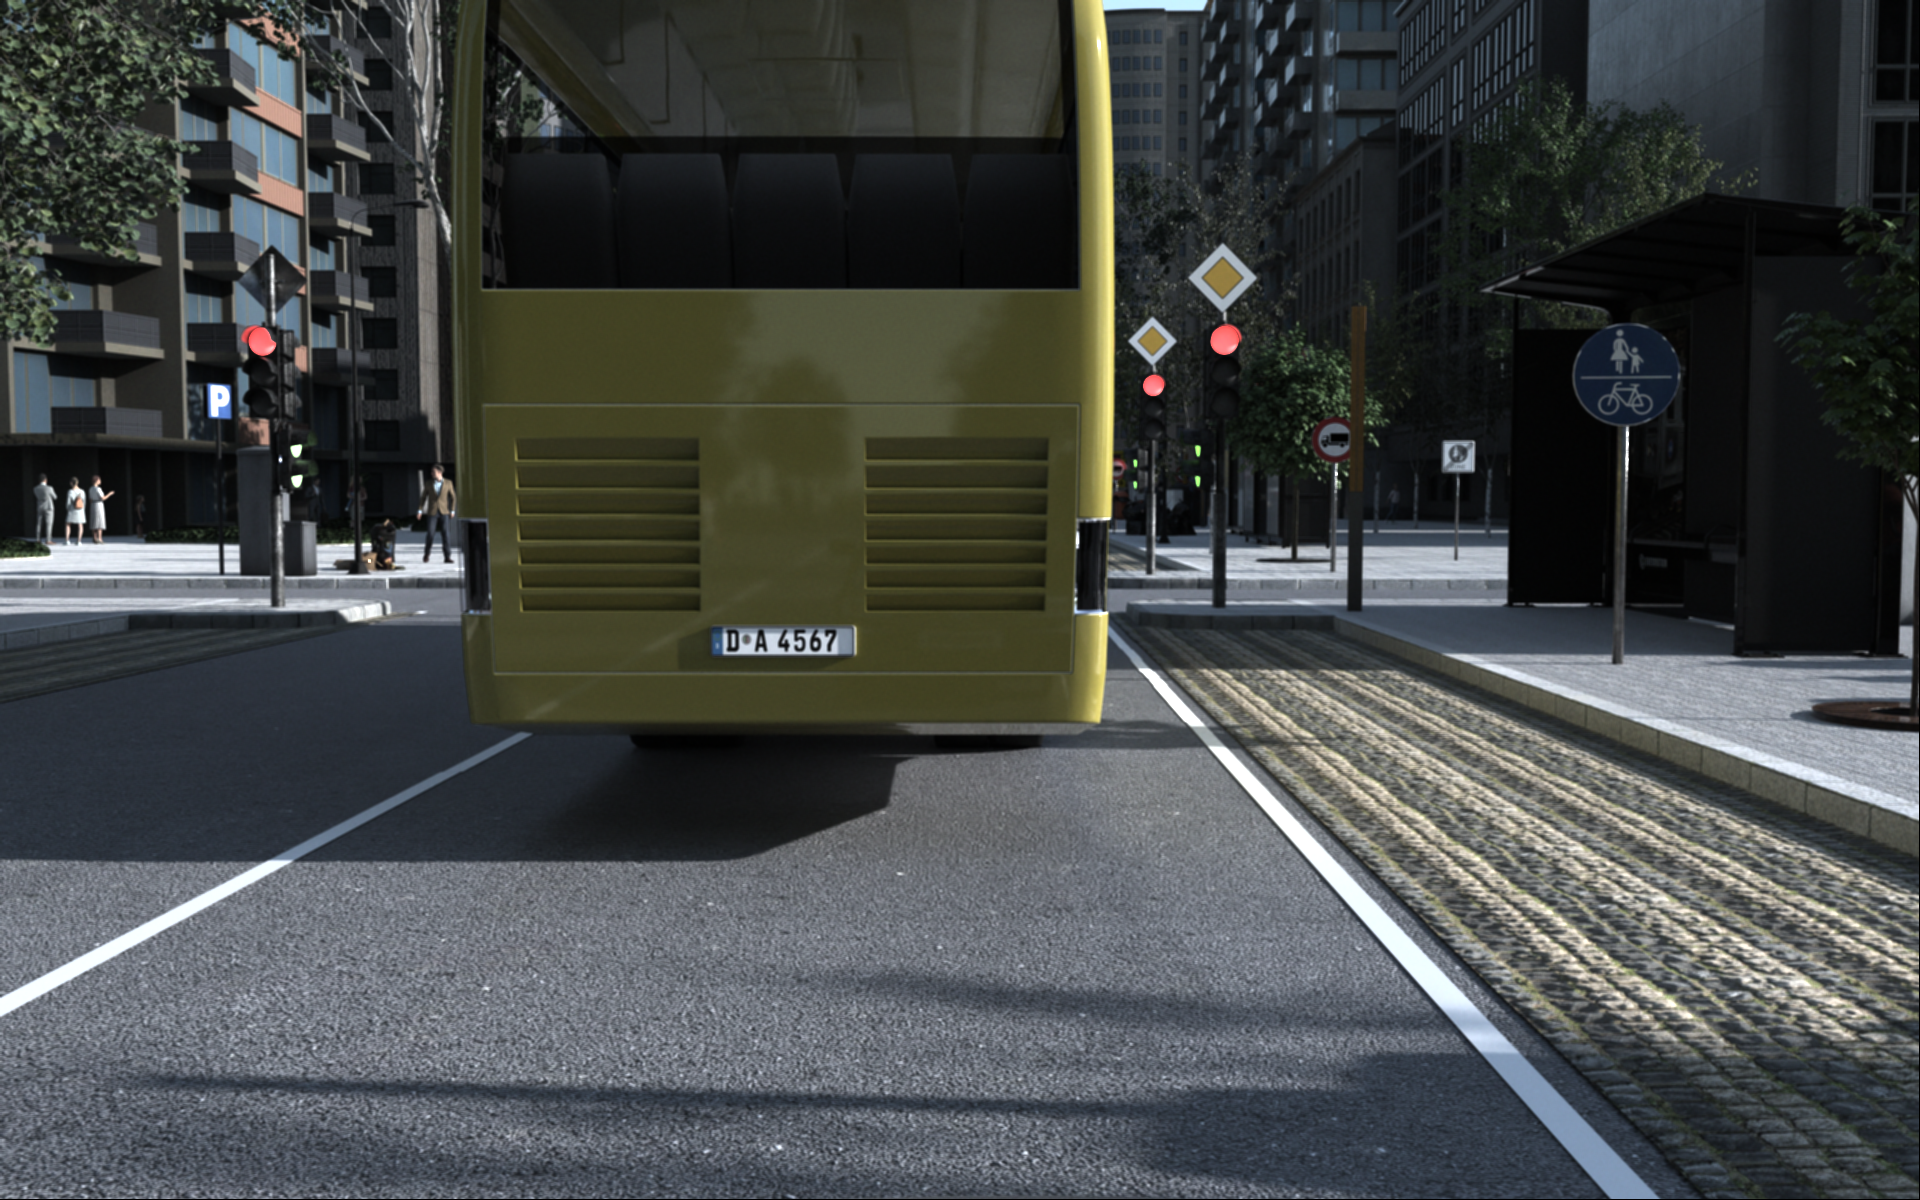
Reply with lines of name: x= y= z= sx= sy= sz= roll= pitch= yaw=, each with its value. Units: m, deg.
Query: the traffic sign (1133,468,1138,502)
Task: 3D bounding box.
traffic sign: x=8.337 y=-4.971 z=81.382 sx=0.768 sy=2.556 sz=0.104 roll=1 pitch=4 yaw=10

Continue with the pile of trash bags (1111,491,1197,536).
pile of trash bags: x=5.893 y=-2.749 z=54.702 sx=1.912 sy=1.369 sz=3.447 roll=-2 pitch=4 yaw=-31

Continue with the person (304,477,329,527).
person: x=-21.089 y=-3.093 z=56.570 sx=0.822 sy=1.834 sz=0.622 roll=2 pitch=4 yaw=23

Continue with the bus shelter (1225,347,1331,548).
bus shelter: x=8.442 y=-4.115 z=44.917 sx=2.179 sy=5.291 sz=8.768 roll=0 pitch=4 yaw=1

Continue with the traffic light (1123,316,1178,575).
traffic light: x=3.017 y=-2.357 z=27.464 sx=0.839 sy=4.253 sz=0.868 roll=0 pitch=4 yaw=1

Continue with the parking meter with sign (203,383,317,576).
parking meter with sign: x=-10.973 y=-1.897 z=27.269 sx=1.738 sy=3.016 sz=0.543 roll=1 pitch=4 yaw=17

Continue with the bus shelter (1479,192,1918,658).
bus shelter: x=6.689 y=-1.549 z=16.609 sx=1.731 sy=3.624 sz=6.357 roll=0 pitch=4 yaw=1

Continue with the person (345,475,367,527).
person: x=-17.162 y=-2.643 z=49.225 sx=0.573 sy=1.828 sz=0.580 roll=-1 pitch=4 yaw=-11

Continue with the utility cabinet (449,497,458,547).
utility cabinet: x=-11.776 y=-1.870 z=41.737 sx=1.020 sy=1.237 sz=0.306 roll=1 pitch=4 yaw=14

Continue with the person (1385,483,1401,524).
person: x=18.413 y=-4.115 z=73.987 sx=0.731 sy=1.740 sz=0.598 roll=-3 pitch=5 yaw=-43

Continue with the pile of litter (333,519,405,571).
pile of litter: x=-10.034 y=-0.944 z=29.400 sx=1.176 sy=0.858 sz=1.719 roll=-1 pitch=4 yaw=-15

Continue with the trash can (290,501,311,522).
trash can: x=-12.927 y=-1.336 z=33.502 sx=0.748 sy=1.137 sz=0.748 roll=0 pitch=3 yaw=0

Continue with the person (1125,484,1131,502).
person: x=9.025 y=-5.418 z=94.400 sx=0.755 sy=1.850 sz=0.659 roll=2 pitch=4 yaw=30

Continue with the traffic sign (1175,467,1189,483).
traffic sign: x=10.042 y=-4.751 z=77.788 sx=0.768 sy=2.556 sz=0.104 roll=0 pitch=4 yaw=6

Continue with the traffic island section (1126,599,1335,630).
traffic island section: x=2.952 y=0.164 z=19.593 sx=2.009 sy=0.180 sz=2.903 roll=0 pitch=4 yaw=1

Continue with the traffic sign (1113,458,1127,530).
traffic sign: x=5.535 y=-3.753 z=61.466 sx=0.768 sy=2.556 sz=0.104 roll=0 pitch=4 yaw=5

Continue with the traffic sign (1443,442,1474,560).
traffic sign: x=9.601 y=-1.916 z=33.454 sx=0.606 sy=2.300 sz=0.079 roll=0 pitch=4 yaw=3

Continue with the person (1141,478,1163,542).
person: x=5.187 y=-2.455 z=46.601 sx=0.534 sy=1.772 sz=0.576 roll=3 pitch=5 yaw=44

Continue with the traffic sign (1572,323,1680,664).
traffic sign: x=4.967 y=-0.789 z=13.003 sx=0.768 sy=2.556 sz=0.104 roll=0 pitch=4 yaw=8

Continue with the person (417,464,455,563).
person: x=-9.794 y=-1.615 z=32.361 sx=0.836 sy=1.842 sz=0.656 roll=3 pitch=5 yaw=41

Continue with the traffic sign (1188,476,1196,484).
traffic sign: x=10.417 y=-4.700 z=76.947 sx=0.768 sy=2.556 sz=0.104 roll=1 pitch=4 yaw=10

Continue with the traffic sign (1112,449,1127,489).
traffic sign: x=6.487 y=-5.218 z=79.189 sx=2.265 sy=3.308 sz=0.079 roll=1 pitch=4 yaw=10

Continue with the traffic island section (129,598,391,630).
traffic island section: x=-7.789 y=0.155 z=19.739 sx=2.009 sy=0.180 sz=2.903 roll=0 pitch=4 yaw=1

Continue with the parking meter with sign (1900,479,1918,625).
parking meter with sign: x=9.040 y=-1.264 z=16.933 sx=1.738 sy=3.016 sz=0.543 roll=-2 pitch=4 yaw=-33

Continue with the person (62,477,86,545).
person: x=-22.207 y=-2.228 z=43.482 sx=0.522 sy=1.701 sz=0.512 roll=2 pitch=4 yaw=32

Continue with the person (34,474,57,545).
person: x=-23.251 y=-2.314 z=44.059 sx=0.511 sy=1.800 sz=0.466 roll=-1 pitch=4 yaw=-9

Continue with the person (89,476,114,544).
person: x=-22.069 y=-2.316 z=44.478 sx=0.480 sy=1.755 sz=0.524 roll=2 pitch=4 yaw=27

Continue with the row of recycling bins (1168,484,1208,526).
row of recycling bins: x=9.090 y=-3.814 z=69.465 sx=1.069 sy=1.692 sz=3.534 roll=2 pitch=4 yaw=24

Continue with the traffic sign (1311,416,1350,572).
traffic sign: x=6.137 y=-1.731 z=28.413 sx=0.768 sy=2.556 sz=0.104 roll=0 pitch=4 yaw=5

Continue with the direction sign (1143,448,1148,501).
direction sign: x=9.013 y=-5.684 z=84.927 sx=0.876 sy=3.537 sz=0.379 roll=-1 pitch=4 yaw=-18

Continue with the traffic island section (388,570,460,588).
traffic island section: x=-7.683 y=-0.333 z=27.723 sx=2.009 sy=0.180 sz=2.903 roll=0 pitch=4 yaw=1

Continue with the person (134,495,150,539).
person: x=-23.642 y=-2.407 z=50.060 sx=0.373 sy=1.253 sz=0.362 roll=0 pitch=4 yaw=4

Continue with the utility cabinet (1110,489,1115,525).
utility cabinet: x=6.234 y=-3.852 z=71.665 sx=0.318 sy=1.500 sz=1.173 roll=0 pitch=4 yaw=0

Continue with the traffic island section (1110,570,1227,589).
traffic island section: x=3.057 y=-0.324 z=27.577 sx=2.009 sy=0.180 sz=2.903 roll=0 pitch=4 yaw=1
